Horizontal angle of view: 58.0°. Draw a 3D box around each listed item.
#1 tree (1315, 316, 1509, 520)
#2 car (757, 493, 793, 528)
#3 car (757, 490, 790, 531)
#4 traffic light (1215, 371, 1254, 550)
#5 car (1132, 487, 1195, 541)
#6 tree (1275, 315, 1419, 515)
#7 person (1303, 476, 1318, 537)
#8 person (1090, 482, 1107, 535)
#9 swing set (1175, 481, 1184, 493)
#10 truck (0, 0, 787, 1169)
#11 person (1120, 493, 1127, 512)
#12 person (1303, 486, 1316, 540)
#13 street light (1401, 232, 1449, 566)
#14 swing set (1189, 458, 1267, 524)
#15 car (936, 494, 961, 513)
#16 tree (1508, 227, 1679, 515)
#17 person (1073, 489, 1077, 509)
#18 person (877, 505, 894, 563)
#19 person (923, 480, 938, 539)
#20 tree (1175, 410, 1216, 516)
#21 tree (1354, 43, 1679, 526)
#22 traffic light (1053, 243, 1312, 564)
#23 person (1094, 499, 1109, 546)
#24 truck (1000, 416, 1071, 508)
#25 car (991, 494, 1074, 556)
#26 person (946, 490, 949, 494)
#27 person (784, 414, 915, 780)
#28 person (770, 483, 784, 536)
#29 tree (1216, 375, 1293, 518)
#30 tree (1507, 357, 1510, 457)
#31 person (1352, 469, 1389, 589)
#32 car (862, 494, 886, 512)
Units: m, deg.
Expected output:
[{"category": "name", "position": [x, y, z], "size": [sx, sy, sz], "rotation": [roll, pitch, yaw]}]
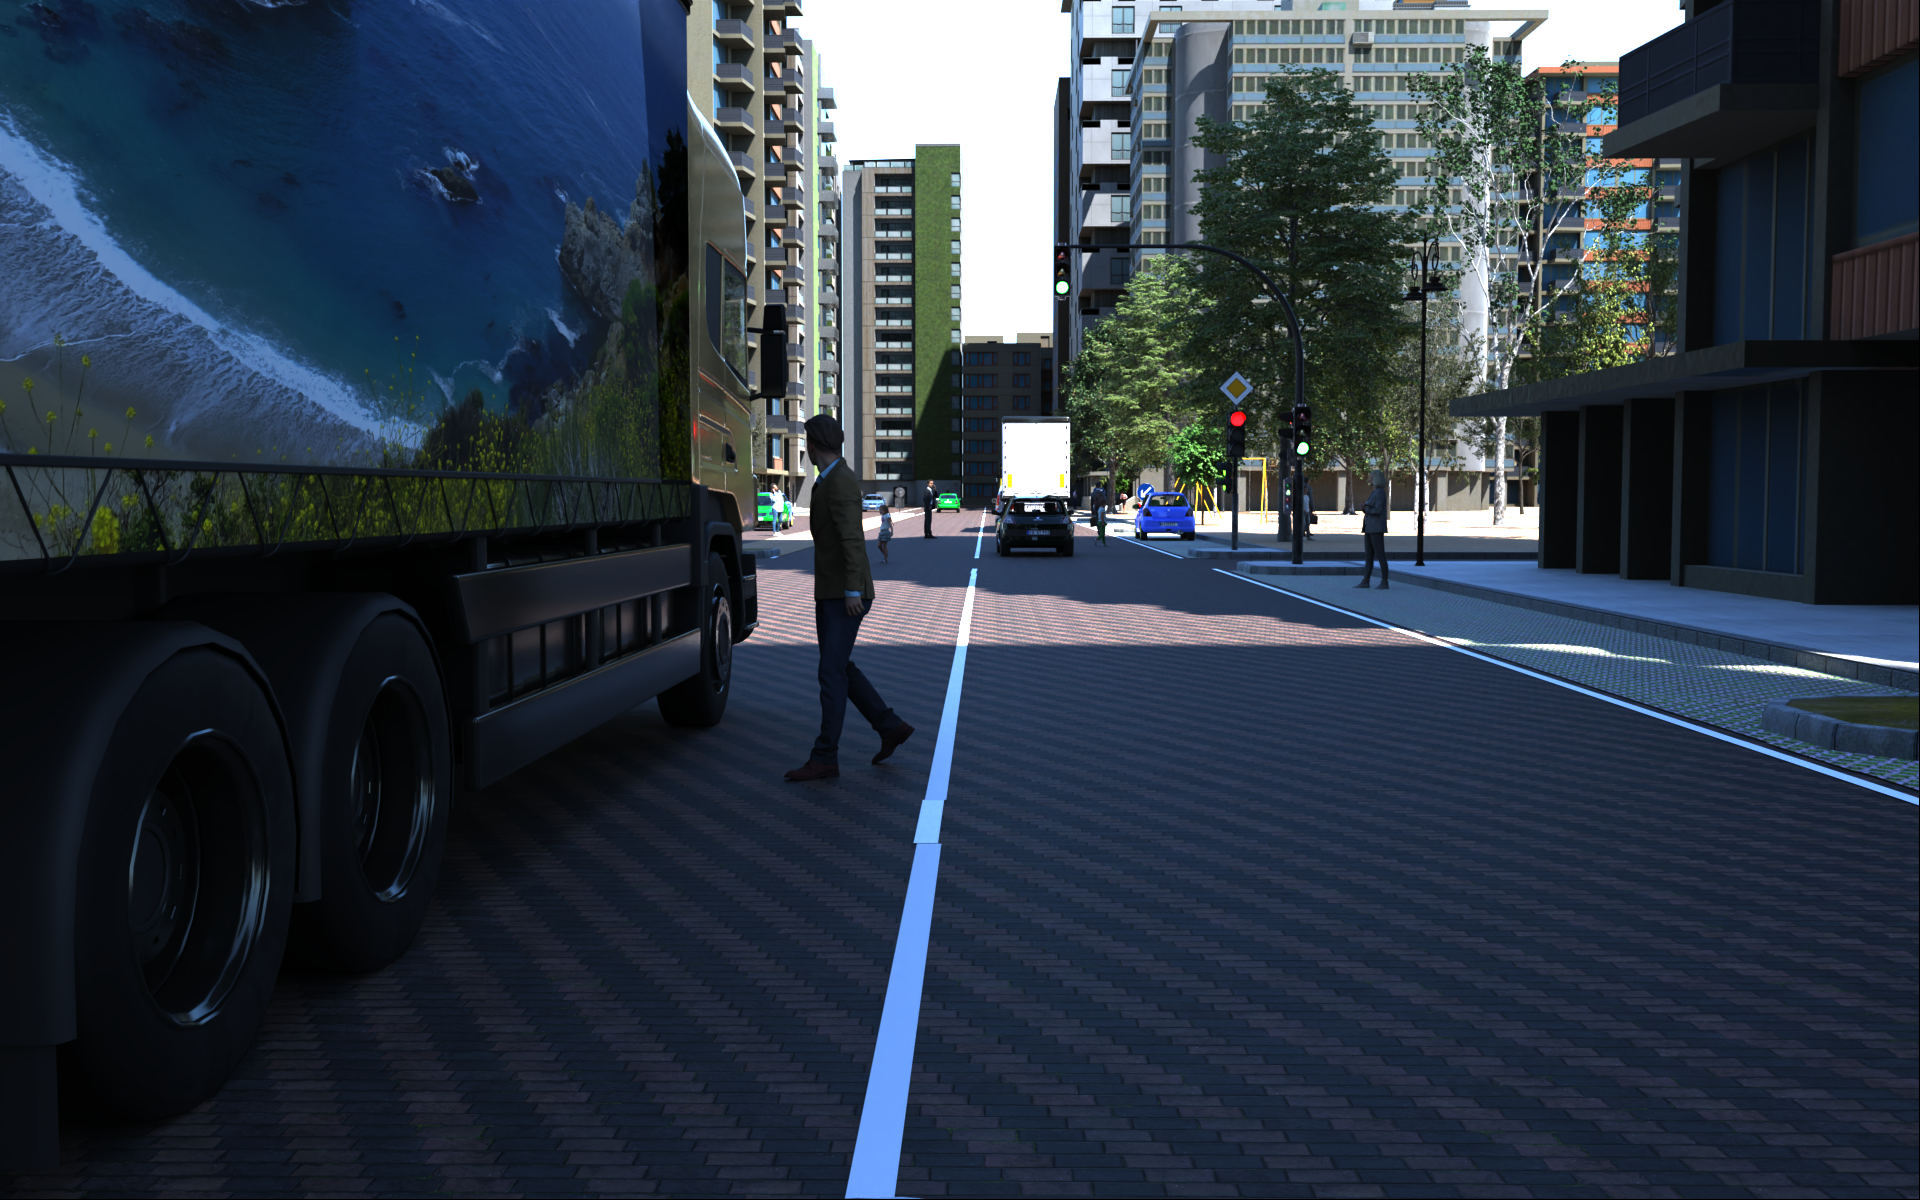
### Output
[{"category": "tree", "position": [21.339, -9.238, 85.461], "size": [8.767, 10.594, 7.601], "rotation": [2, 4, 34]}, {"category": "car", "position": [-8.218, -3.981, 74.674], "size": [1.945, 1.707, 3.694], "rotation": [0, 4, 1]}, {"category": "car", "position": [-7.838, -3.678, 68.937], "size": [1.959, 1.807, 4.718], "rotation": [0, 4, 0]}, {"category": "traffic light", "position": [6.286, -3.101, 39.626], "size": [0.839, 4.253, 0.868], "rotation": [0, 4, 1]}, {"category": "car", "position": [6.398, -2.733, 54.283], "size": [1.945, 1.707, 3.694], "rotation": [0, 4, 2]}, {"category": "tree", "position": [23.835, -11.577, 106.295], "size": [9.611, 12.733, 9.660], "rotation": [0, 3, 0]}, {"category": "person", "position": [10.511, -2.826, 52.346], "size": [0.767, 1.812, 0.694], "rotation": [-2, 4, -33]}, {"category": "person", "position": [4.519, -2.935, 56.460], "size": [0.622, 1.834, 0.822], "rotation": [2, 4, 24]}, {"category": "swing set", "position": [12.124, -5.706, 90.907], "size": [2.862, 2.851, 3.119], "rotation": [0, 4, -2]}, {"category": "truck", "position": [-2.777, -1.124, 7.294], "size": [2.839, 4.237, 11.283], "rotation": [0, 4, 2]}, {"category": "person", "position": [11.633, -6.991, 123.531], "size": [0.628, 1.438, 0.799], "rotation": [-1, 4, -11]}, {"category": "person", "position": [9.556, -2.402, 47.917], "size": [0.523, 1.515, 0.503], "rotation": [2, 4, 26]}, {"category": "street light", "position": [8.227, -3.548, 30.799], "size": [0.468, 5.910, 1.993], "rotation": [0, 4, 1]}, {"category": "swing set", "position": [11.748, -4.773, 75.661], "size": [3.119, 2.851, 2.862], "rotation": [1, 4, 15]}, {"category": "car", "position": [-0.885, -7.653, 133.917], "size": [1.959, 1.807, 4.718], "rotation": [0, 4, 1]}, {"category": "tree", "position": [24.654, -7.680, 59.981], "size": [8.767, 10.594, 7.601], "rotation": [0, 4, 1]}, {"category": "person", "position": [9.812, -8.561, 146.950], "size": [0.436, 1.711, 0.756], "rotation": [1, 4, 10]}, {"category": "person", "position": [-1.505, -1.383, 36.119], "size": [0.382, 1.210, 0.505], "rotation": [-2, 4, -35]}, {"category": "person", "position": [-0.942, -2.947, 56.040], "size": [0.474, 1.900, 0.648], "rotation": [0, 4, 4]}, {"category": "tree", "position": [14.413, -9.103, 99.201], "size": [4.360, 8.622, 3.978], "rotation": [0, 3, 0]}, {"category": "tree", "position": [22.736, -13.170, 71.225], "size": [12.611, 20.169, 13.585], "rotation": [0, 3, 0]}, {"category": "traffic light", "position": [4.064, -3.478, 31.534], "size": [4.771, 5.953, 1.251], "rotation": [0, 4, 1]}, {"category": "person", "position": [3.885, -2.134, 47.645], "size": [0.590, 1.304, 0.306], "rotation": [-3, 4, -39]}, {"category": "truck", "position": [2.928, -4.843, 68.092], "size": [2.839, 4.237, 11.283], "rotation": [0, 4, 2]}, {"category": "car", "position": [1.756, -1.926, 41.269], "size": [2.009, 1.686, 4.222], "rotation": [0, 4, 0]}, {"category": "person", "position": [-1.345, -10.530, 180.607], "size": [0.705, 1.831, 1.348], "rotation": [1, 4, 22]}, {"category": "person", "position": [-0.603, -0.032, 8.927], "size": [0.836, 1.842, 0.656], "rotation": [-3, 5, -39]}, {"category": "person", "position": [-6.254, -3.075, 59.038], "size": [0.793, 1.790, 0.793], "rotation": [0, 4, 5]}, {"category": "tree", "position": [16.499, -8.750, 93.417], "size": [4.360, 8.622, 3.978], "rotation": [0, 3, 0]}, {"category": "tree", "position": [33.903, -9.519, 90.050], "size": [8.767, 10.594, 7.601], "rotation": [2, 4, 33]}, {"category": "person", "position": [6.185, -1.059, 26.000], "size": [0.526, 1.800, 0.537], "rotation": [0, 4, 7]}, {"category": "car", "position": [-6.989, -7.869, 140.667], "size": [2.014, 1.417, 4.499], "rotation": [0, 3, 0]}]
